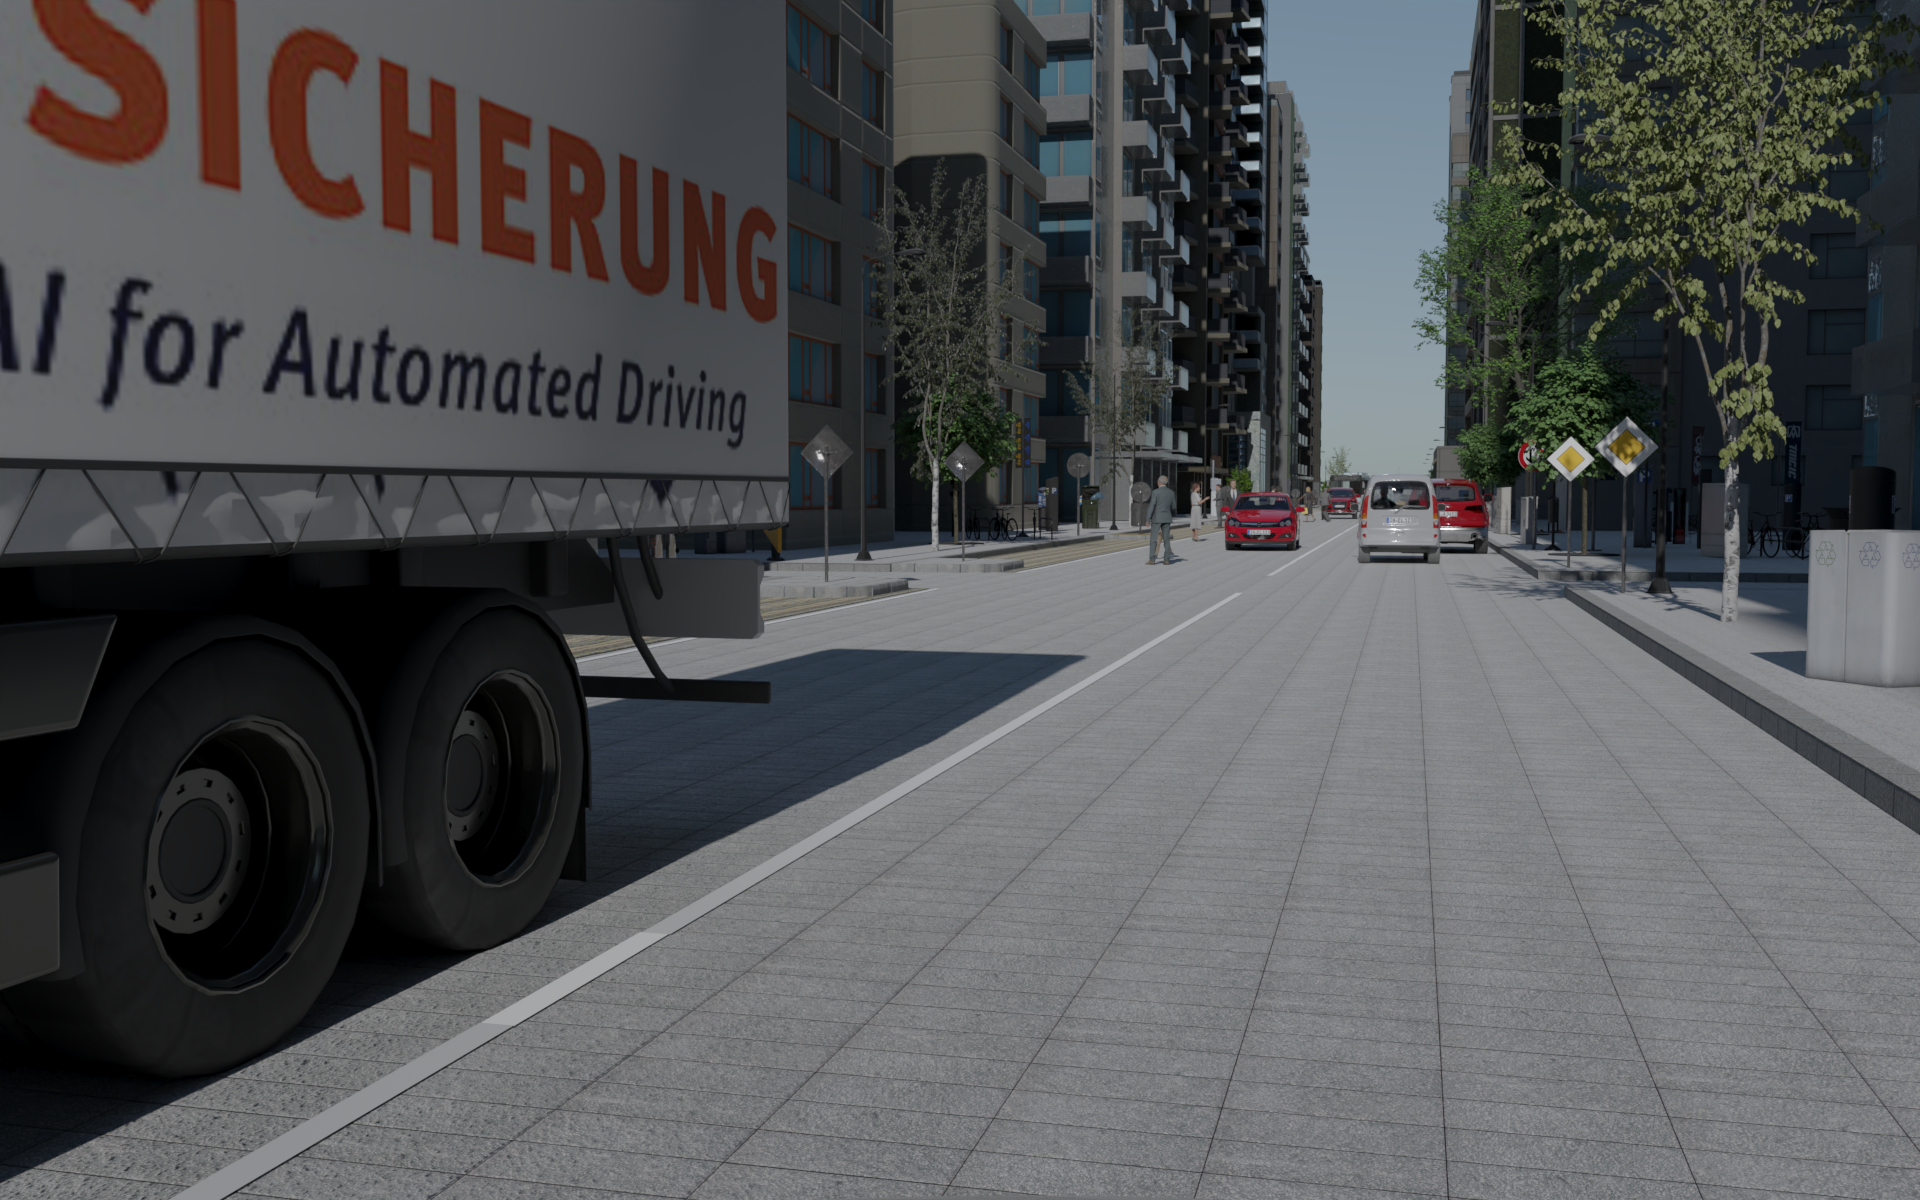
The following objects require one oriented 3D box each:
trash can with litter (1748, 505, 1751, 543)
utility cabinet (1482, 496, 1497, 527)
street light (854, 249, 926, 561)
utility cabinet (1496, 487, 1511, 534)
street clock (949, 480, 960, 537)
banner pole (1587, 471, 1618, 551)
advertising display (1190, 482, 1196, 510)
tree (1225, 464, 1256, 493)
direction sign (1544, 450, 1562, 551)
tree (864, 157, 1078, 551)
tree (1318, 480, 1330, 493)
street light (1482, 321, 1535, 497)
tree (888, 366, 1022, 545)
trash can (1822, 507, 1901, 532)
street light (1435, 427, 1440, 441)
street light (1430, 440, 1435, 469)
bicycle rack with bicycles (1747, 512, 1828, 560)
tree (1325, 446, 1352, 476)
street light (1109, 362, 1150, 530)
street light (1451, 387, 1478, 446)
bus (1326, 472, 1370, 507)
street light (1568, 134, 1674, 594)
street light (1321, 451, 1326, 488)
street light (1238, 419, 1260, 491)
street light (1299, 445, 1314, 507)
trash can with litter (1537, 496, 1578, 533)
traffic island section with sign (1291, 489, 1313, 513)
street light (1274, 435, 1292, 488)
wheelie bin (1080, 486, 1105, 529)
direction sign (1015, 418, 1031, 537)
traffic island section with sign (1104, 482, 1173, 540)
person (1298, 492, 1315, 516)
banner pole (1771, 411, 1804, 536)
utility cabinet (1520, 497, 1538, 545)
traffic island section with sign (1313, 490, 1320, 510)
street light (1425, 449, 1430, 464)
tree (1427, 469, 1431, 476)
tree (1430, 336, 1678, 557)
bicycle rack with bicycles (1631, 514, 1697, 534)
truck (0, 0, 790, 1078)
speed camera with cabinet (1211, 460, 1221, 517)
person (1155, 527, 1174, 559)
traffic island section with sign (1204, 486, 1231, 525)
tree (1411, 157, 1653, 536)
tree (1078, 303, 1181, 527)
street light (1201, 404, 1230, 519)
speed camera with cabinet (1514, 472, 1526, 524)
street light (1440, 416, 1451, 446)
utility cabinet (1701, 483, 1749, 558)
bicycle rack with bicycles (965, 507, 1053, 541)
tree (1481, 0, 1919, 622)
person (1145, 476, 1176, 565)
[{"bbox_3d":[20.731,-2.105,45.811,0.624,1.170,1.055,0,4,2],"label":"trash can with litter"},{"bbox_3d":[20.788,-3.461,67.747,1.020,1.237,0.306,1,4,17],"label":"utility cabinet"},{"bbox_3d":[-1.328,-3.702,33.065,1.470,5.913,1.316,1,4,15],"label":"street light"},{"bbox_3d":[17.496,-2.882,55.799,0.318,1.500,1.173,1,4,10],"label":"utility cabinet"},{"bbox_3d":[-0.153,-2.894,51.890,0.358,2.002,0.471,0,4,-6],"label":"street clock"},{"bbox_3d":[14.481,-2.995,38.992,0.863,3.779,0.401,-1,4,-19],"label":"banner pole"},{"bbox_3d":[12.273,-5.264,91.288,0.123,1.923,0.974,0,4,-2],"label":"advertising display"},{"bbox_3d":[18.962,-7.392,115.462,1.663,3.219,1.824,0,3,0],"label":"tree"},{"bbox_3d":[13.500,-2.895,39.330,0.379,3.537,0.876,-1,4,-11],"label":"direction sign"},{"bbox_3d":[-0.368,-5.423,39.036,4.360,8.622,3.978,0,3,0],"label":"tree"},{"bbox_3d":[48.443,-14.307,228.523,1.663,3.219,1.824,0,3,0],"label":"tree"},{"bbox_3d":[14.808,-4.529,46.587,1.470,5.913,1.316,1,4,15],"label":"street light"},{"bbox_3d":[-0.135,-3.714,44.435,4.285,4.588,4.351,0,3,0],"label":"tree"},{"bbox_3d":[9.513,-0.408,18.320,0.748,1.137,0.748,0,3,0],"label":"trash can"},{"bbox_3d":[33.684,-8.979,119.344,1.470,5.913,1.316,1,4,15],"label":"street light"},{"bbox_3d":[40.939,-10.687,147.276,1.470,5.913,1.316,1,4,15],"label":"street light"},{"bbox_3d":[17.207,-1.293,34.524,2.852,0.926,2.925,0,4,1],"label":"bicycle rack with bicycles"},{"bbox_3d":[56.530,-18.858,258.693,4.737,8.622,4.395,0,3,0],"label":"tree"},{"bbox_3d":[5.967,-5.410,60.987,1.470,5.913,1.316,1,4,15],"label":"street light"},{"bbox_3d":[22.081,-6.258,74.863,1.470,5.913,1.316,1,4,15],"label":"street light"},{"bbox_3d":[32.081,-9.020,142.334,2.948,3.499,13.247,1,4,16],"label":"bus"},{"bbox_3d":[8.536,-3.048,22.380,1.470,5.913,1.316,1,4,15],"label":"street light"},{"bbox_3d":[38.920,-13.195,188.277,1.470,5.913,1.316,1,4,15],"label":"street light"},{"bbox_3d":[17.842,-8.236,107.192,1.470,5.913,1.316,1,4,15],"label":"street light"},{"bbox_3d":[32.547,-11.654,163.089,1.470,5.913,1.316,1,4,15],"label":"street light"},{"bbox_3d":[19.497,-2.828,57.298,1.678,1.210,2.233,-1,4,-15],"label":"trash can with litter"},{"bbox_3d":[25.169,-7.402,129.645,1.989,1.847,2.006,1,4,15],"label":"traffic island section with sign"},{"bbox_3d":[25.142,-9.948,135.196,1.470,5.913,1.316,1,4,15],"label":"street light"},{"bbox_3d":[4.854,-3.432,64.022,0.980,1.594,0.693,0,4,7],"label":"wheelie bin"},{"bbox_3d":[1.884,-3.657,51.793,0.379,3.537,0.876,-2,4,-28],"label":"direction sign"},{"bbox_3d":[5.691,-2.816,54.669,1.989,1.847,2.006,1,4,15],"label":"traffic island section with sign"},{"bbox_3d":[22.921,-6.478,114.425,0.705,1.824,1.348,-3,5,-44],"label":"person"},{"bbox_3d":[25.061,-3.821,52.488,0.863,3.779,0.401,1,4,9],"label":"banner pole"},{"bbox_3d":[14.603,-2.038,44.476,0.306,1.237,1.020,1,4,11],"label":"utility cabinet"},{"bbox_3d":[31.934,-8.998,155.741,1.989,1.847,2.006,1,4,15],"label":"traffic island section with sign"},{"bbox_3d":[48.358,-12.451,176.119,1.470,5.913,1.316,1,4,15],"label":"street light"},{"bbox_3d":[21.861,-5.360,71.355,4.285,4.588,4.351,0,3,0],"label":"tree"},{"bbox_3d":[13.026,-3.210,36.203,4.285,4.588,4.351,0,3,0],"label":"tree"},{"bbox_3d":[22.733,-2.527,54.696,2.925,0.926,2.852,0,4,6],"label":"bicycle rack with bicycles"},{"bbox_3d":[-3.465,-0.835,2.559,2.839,4.237,11.283,1,4,16],"label":"truck"},{"bbox_3d":[14.778,-6.451,99.817,0.660,3.252,2.038,1,4,8],"label":"speed camera with cabinet"},{"bbox_3d":[4.478,-1.549,38.104,0.640,1.303,0.475,-3,5,-39],"label":"person"},{"bbox_3d":[12.469,-4.412,80.761,1.989,1.847,2.006,1,4,15],"label":"traffic island section with sign"},{"bbox_3d":[17.706,-7.839,53.928,9.928,11.665,9.643,0,3,0],"label":"tree"},{"bbox_3d":[6.388,-7.116,66.704,4.360,8.622,3.978,0,3,0],"label":"tree"},{"bbox_3d":[13.240,-7.160,89.607,1.470,5.913,1.316,1,4,15],"label":"street light"},{"bbox_3d":[24.069,-4.876,74.059,0.660,3.252,2.038,1,4,20],"label":"speed camera with cabinet"},{"bbox_3d":[29.433,-7.971,102.865,1.470,5.913,1.316,1,4,15],"label":"street light"},{"bbox_3d":[15.386,-1.599,34.828,0.318,1.500,1.173,0,4,-8],"label":"utility cabinet"},{"bbox_3d":[1.438,-2.144,48.444,2.852,0.926,2.925,0,4,-7],"label":"bicycle rack with bicycles"},{"bbox_3d":[7.493,-4.083,17.112,4.737,8.622,4.395,0,3,0],"label":"tree"},{"bbox_3d":[4.041,-1.619,35.146,0.661,1.801,0.590,-2,4,-24],"label":"person"}]
